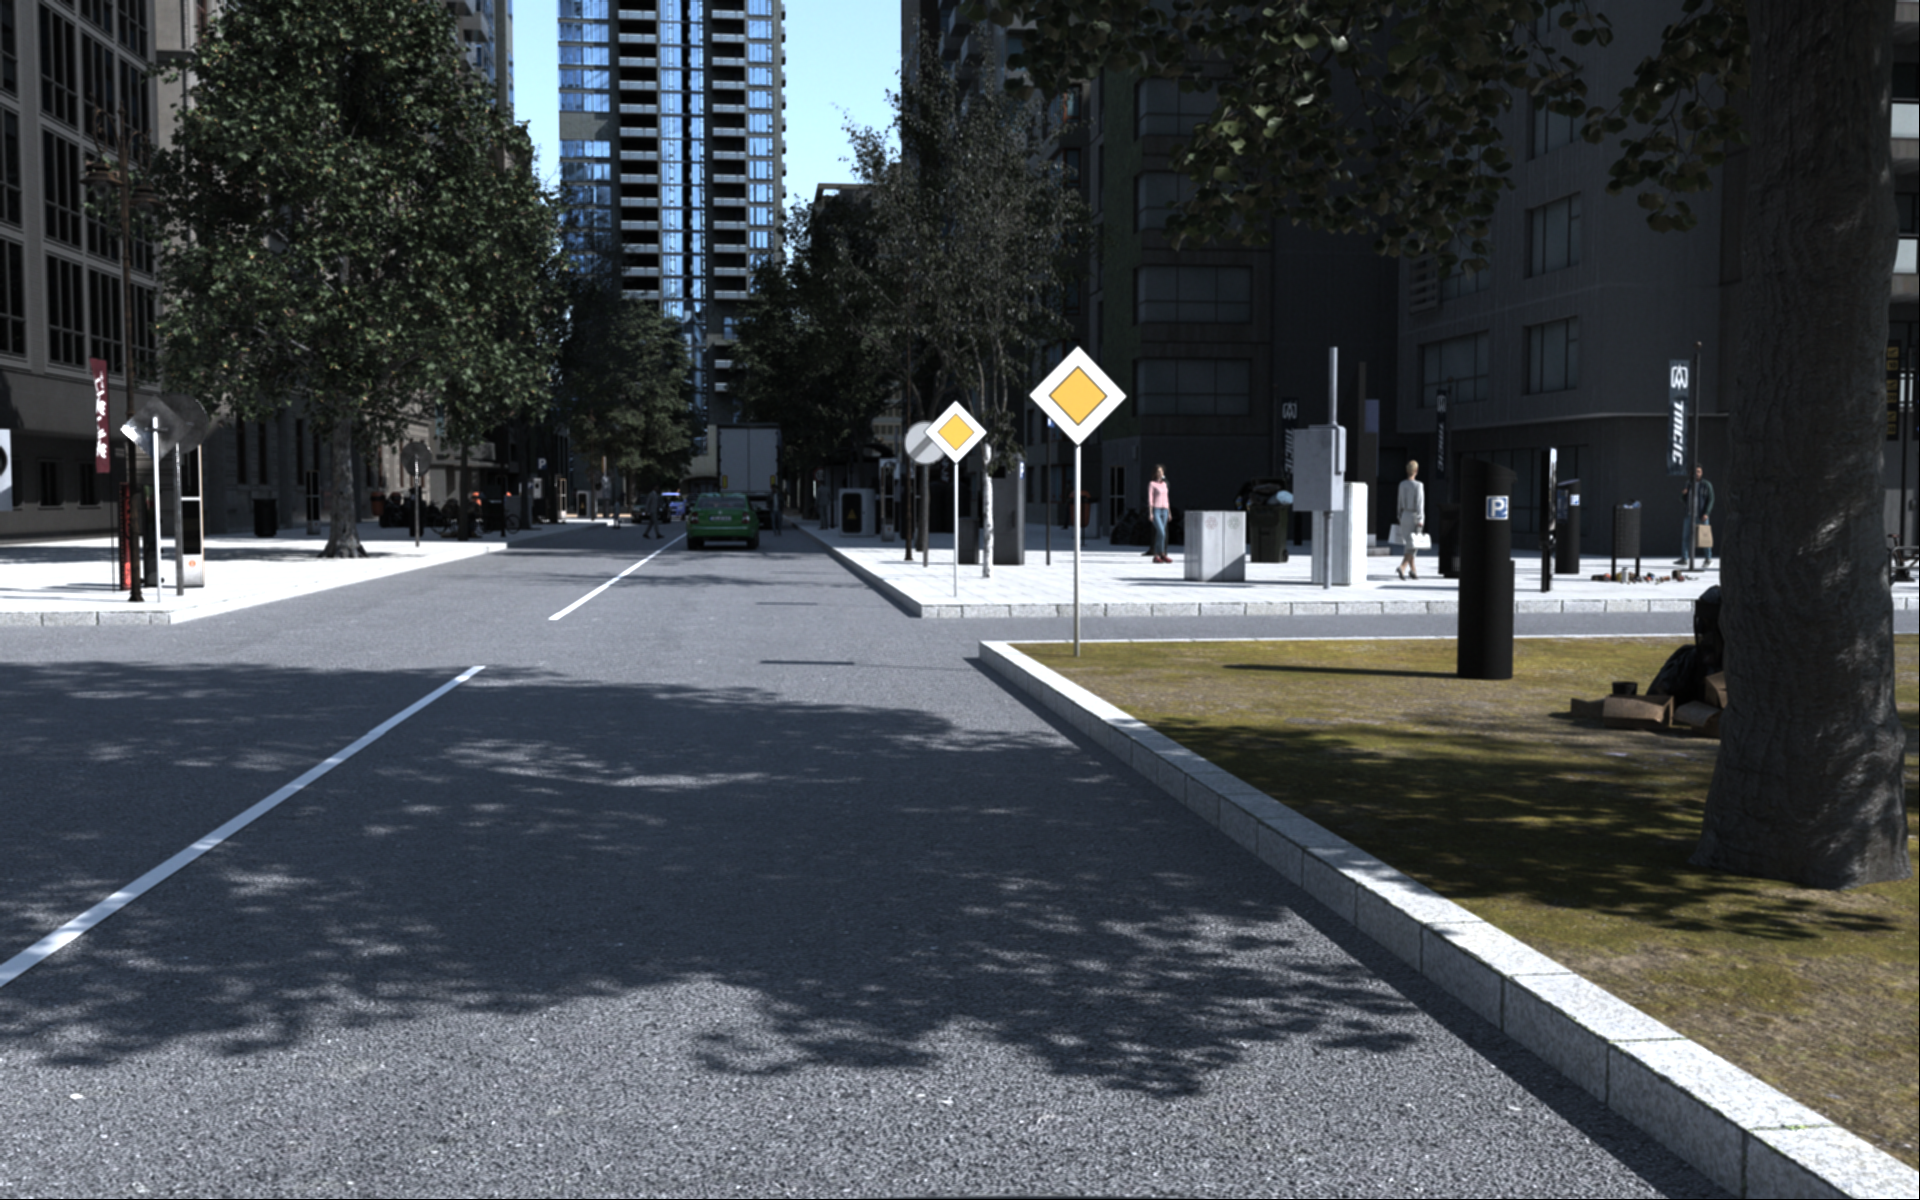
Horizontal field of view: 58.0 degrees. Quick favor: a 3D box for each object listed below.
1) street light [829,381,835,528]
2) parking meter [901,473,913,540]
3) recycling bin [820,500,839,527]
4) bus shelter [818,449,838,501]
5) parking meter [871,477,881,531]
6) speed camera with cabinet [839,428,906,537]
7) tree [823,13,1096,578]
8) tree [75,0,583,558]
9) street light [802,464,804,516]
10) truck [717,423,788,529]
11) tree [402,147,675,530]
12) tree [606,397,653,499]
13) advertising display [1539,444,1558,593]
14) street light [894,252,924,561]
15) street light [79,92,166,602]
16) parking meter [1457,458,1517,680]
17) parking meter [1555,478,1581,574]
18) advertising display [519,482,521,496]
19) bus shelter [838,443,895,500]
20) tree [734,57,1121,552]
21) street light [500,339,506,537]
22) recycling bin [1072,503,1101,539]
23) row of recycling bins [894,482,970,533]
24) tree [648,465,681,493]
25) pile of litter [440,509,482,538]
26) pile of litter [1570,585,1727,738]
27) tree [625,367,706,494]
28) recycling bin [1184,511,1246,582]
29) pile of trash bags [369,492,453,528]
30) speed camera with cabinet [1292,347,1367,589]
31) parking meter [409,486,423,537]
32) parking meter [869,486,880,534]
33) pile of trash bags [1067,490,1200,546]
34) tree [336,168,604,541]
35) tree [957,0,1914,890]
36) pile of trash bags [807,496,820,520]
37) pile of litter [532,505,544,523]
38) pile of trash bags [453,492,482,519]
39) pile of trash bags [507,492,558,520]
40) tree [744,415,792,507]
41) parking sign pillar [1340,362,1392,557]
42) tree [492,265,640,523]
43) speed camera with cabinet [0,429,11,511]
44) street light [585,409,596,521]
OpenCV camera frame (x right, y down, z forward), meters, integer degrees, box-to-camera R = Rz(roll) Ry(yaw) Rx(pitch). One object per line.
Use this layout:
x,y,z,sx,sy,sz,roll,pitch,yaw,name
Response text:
-4.765,-5.610,64.518,0.468,5.910,1.993,0,4,-7,street light
-1.493,-2.637,48.824,0.255,1.863,0.399,-2,4,-25,parking meter
-5.043,-3.399,68.119,0.722,1.027,0.722,1,4,23,recycling bin
-5.280,-5.158,78.253,2.014,3.302,5.546,0,4,-7,bus shelter
-2.910,-3.348,60.450,0.255,1.863,0.399,1,4,18,parking meter
-2.600,-3.505,51.636,2.038,3.252,0.660,1,4,22,speed camera with cabinet
0.232,-4.638,26.199,4.360,8.622,3.978,0,3,0,tree
-12.356,-7.188,34.537,9.611,12.733,9.660,0,3,0,tree
-8.675,-7.522,95.776,0.468,5.910,1.993,0,4,-7,street light
-8.814,-5.193,73.814,2.839,4.237,11.283,0,4,-5,truck
-15.659,-9.262,61.809,12.009,13.543,11.850,0,3,0,tree
-24.124,-10.865,128.006,4.737,8.622,4.395,0,3,0,tree
7.785,-1.083,22.923,0.123,1.923,0.974,2,4,24,advertising display
-0.991,-3.698,33.243,0.468,5.910,1.993,0,4,-7,street light
-9.841,-2.919,20.510,0.468,5.910,1.993,0,4,-7,street light
3.675,-0.225,12.083,0.372,1.533,0.369,0,3,0,parking meter
9.770,-1.188,27.837,0.372,1.533,0.369,0,3,0,parking meter
-23.081,-5.334,92.429,0.974,1.923,0.123,1,4,17,advertising display
-3.750,-4.702,70.803,2.014,3.302,5.546,0,4,-7,bus shelter
-0.864,-6.333,37.956,8.767,10.594,7.601,0,4,-1,tree
-13.703,-4.831,51.774,0.468,5.910,1.993,0,4,-7,street light
3.626,-2.269,49.647,0.722,1.027,0.722,1,4,14,recycling bin
-1.056,-3.117,58.068,3.534,1.692,1.069,3,5,45,row of recycling bins
-28.820,-11.341,169.136,4.285,4.588,4.351,0,3,0,tree
-14.629,-2.249,50.732,1.176,0.858,1.719,-1,4,-22,pile of litter
4.084,0.274,9.493,1.176,0.858,1.719,0,4,-5,pile of litter
-25.725,-14.177,149.916,7.486,12.596,7.792,0,3,0,tree
3.754,-0.794,25.538,0.722,1.027,0.722,-1,4,-12,recycling bin
-21.379,-3.463,66.380,1.912,1.369,3.447,1,4,19,pile of trash bags
5.164,-1.822,24.119,0.660,3.252,2.038,2,4,26,speed camera with cabinet
-16.420,-2.681,52.244,0.372,1.533,0.369,0,3,0,parking meter
-2.724,-2.864,55.244,0.372,1.533,0.369,0,3,0,parking meter
4.340,-2.057,43.378,3.447,1.369,1.912,-1,4,-15,pile of trash bags
-13.635,-6.874,46.810,8.767,10.594,7.601,0,4,-2,tree
3.006,-6.046,5.512,9.857,13.997,8.962,0,3,0,tree
-7.217,-5.027,91.942,1.912,1.369,3.447,0,4,7,pile of trash bags
-19.507,-3.950,78.540,1.176,0.858,1.719,-2,4,-33,pile of litter
-25.309,-4.831,88.744,1.912,1.369,3.447,0,4,5,pile of trash bags
-21.773,-4.739,87.231,3.447,1.369,1.912,2,4,25,pile of trash bags
-16.409,-15.740,167.723,12.009,13.543,11.850,0,3,0,tree
8.303,-2.914,36.113,1.447,3.967,1.447,0,4,-4,parking sign pillar
-18.066,-9.181,75.857,9.928,11.665,9.643,0,3,0,tree
-13.489,-1.722,22.496,0.660,3.252,2.038,2,4,35,speed camera with cabinet
-17.642,-6.743,83.029,0.468,5.910,1.993,0,4,-7,street light
